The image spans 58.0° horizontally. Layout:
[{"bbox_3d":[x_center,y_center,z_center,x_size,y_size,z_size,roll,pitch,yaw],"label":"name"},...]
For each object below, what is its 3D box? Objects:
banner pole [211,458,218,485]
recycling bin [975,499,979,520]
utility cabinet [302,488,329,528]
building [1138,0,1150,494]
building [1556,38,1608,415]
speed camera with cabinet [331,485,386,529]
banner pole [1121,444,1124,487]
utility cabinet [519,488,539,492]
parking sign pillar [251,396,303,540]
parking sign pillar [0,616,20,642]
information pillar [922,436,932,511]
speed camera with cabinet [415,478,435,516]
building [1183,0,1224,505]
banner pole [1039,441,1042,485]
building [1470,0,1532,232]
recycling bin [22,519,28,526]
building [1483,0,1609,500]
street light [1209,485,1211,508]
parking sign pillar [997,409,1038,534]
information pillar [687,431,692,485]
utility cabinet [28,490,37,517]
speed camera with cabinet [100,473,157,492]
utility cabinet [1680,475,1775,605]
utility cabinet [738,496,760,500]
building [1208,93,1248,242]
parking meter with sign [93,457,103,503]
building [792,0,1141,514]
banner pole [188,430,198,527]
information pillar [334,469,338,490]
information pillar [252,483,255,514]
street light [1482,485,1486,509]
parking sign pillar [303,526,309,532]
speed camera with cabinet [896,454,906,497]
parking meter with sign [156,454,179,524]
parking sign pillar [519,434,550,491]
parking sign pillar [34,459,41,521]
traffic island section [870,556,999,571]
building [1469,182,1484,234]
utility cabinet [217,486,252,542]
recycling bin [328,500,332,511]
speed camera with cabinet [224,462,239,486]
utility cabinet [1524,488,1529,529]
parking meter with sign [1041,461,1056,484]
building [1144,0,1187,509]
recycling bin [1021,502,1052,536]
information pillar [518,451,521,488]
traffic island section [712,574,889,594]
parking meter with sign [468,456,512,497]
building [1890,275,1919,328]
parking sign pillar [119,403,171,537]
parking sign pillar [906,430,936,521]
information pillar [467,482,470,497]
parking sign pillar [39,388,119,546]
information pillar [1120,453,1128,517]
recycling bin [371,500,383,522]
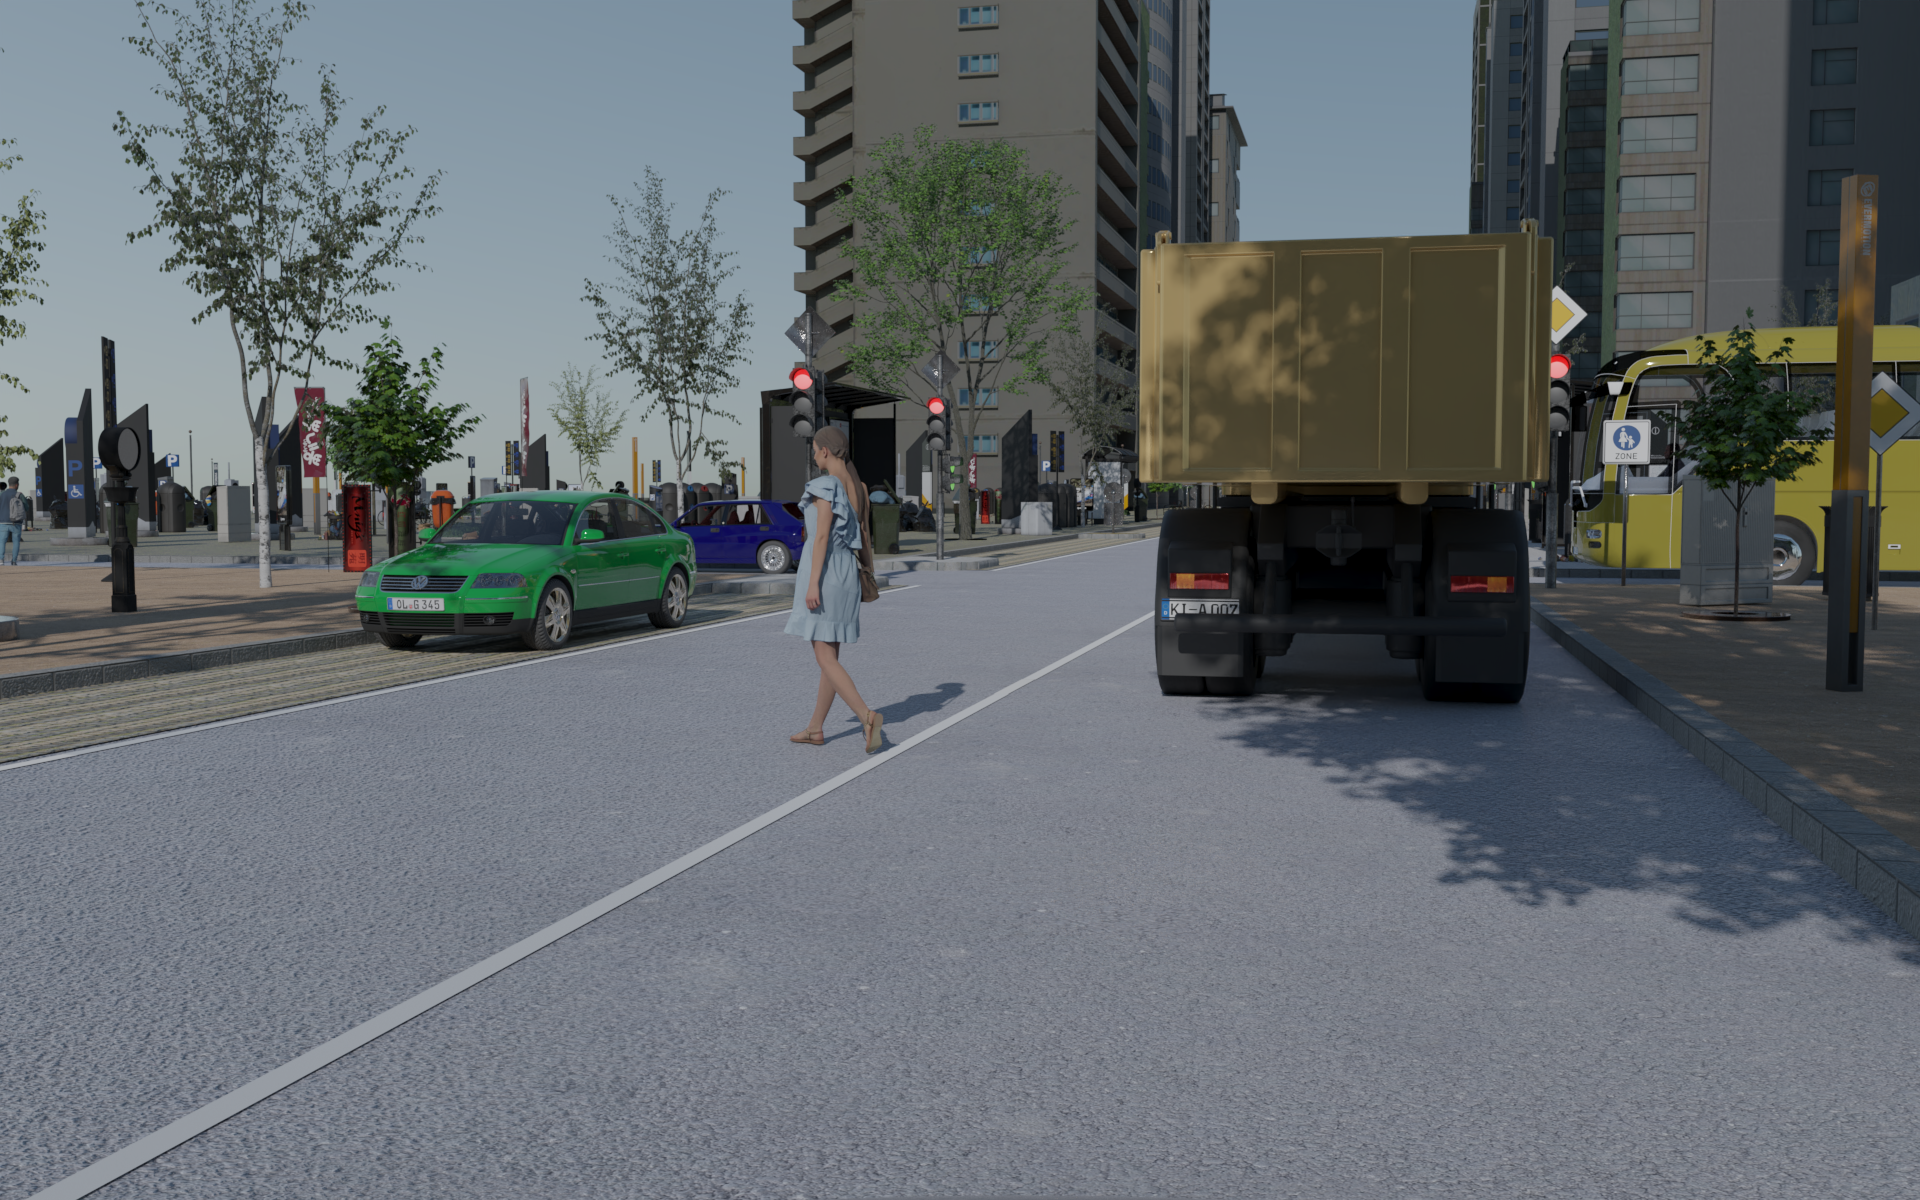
[{"bbox_3d":[-52.076,-8.013,121.026,0.863,3.779,0.401,2,4,30],"label":"banner pole"},{"bbox_3d":[0.475,-4.529,86.607,0.722,1.027,0.722,-2,4,-27],"label":"recycling bin"},{"bbox_3d":[-24.394,-3.455,65.167,0.318,1.500,1.173,3,5,40],"label":"utility cabinet"},{"bbox_3d":[7.256,-27.878,139.407,14.154,41.232,14.086,1,4,14],"label":"building"},{"bbox_3d":[45.913,-20.844,112.498,14.160,30.474,14.107,1,4,14],"label":"building"},{"bbox_3d":[-21.849,-4.211,63.179,2.038,3.252,0.660,-1,4,-21],"label":"speed camera with cabinet"},{"bbox_3d":[8.185,-5.971,87.648,0.401,3.779,0.863,0,4,-2],"label":"banner pole"},{"bbox_3d":[-16.707,-3.520,66.239,1.173,1.500,0.318,0,4,-3],"label":"utility cabinet"},{"bbox_3d":[-19.431,-3.671,48.494,1.447,3.967,1.447,-2,4,-33],"label":"parking sign pillar"},{"bbox_3d":[-9.010,-1.620,14.963,1.447,3.967,1.447,-2,4,-25],"label":"parking sign pillar"},{"bbox_3d":[-1.245,-4.559,65.894,0.183,3.616,0.504,-3,5,-41],"label":"information pillar"},{"bbox_3d":[-29.591,-6.215,95.949,0.660,3.252,2.038,1,4,17],"label":"speed camera with cabinet"},{"bbox_3d":[21.690,-47.216,210.230,20.563,71.187,20.611,1,4,14],"label":"building"},{"bbox_3d":[3.620,-5.658,82.525,0.863,3.779,0.401,2,4,33],"label":"banner pole"},{"bbox_3d":[80.423,-49.258,243.612,20.563,71.187,20.611,1,4,14],"label":"building"},{"bbox_3d":[-37.588,-3.448,68.926,0.722,1.027,0.722,-1,4,-12],"label":"recycling bin"},{"bbox_3d":[72.719,-40.544,204.888,21.231,58.520,28.212,1,4,14],"label":"building"},{"bbox_3d":[15.703,-8.320,108.827,0.468,5.910,1.993,1,4,14],"label":"street light"},{"bbox_3d":[1.924,-4.118,55.797,1.447,3.967,1.447,-3,5,-41],"label":"parking sign pillar"},{"bbox_3d":[-9.982,-4.433,63.836,0.183,3.616,0.504,-1,4,-19],"label":"information pillar"},{"bbox_3d":[-50.314,-5.270,94.850,1.173,1.500,0.318,-3,5,-45],"label":"utility cabinet"},{"bbox_3d":[-36.383,-4.975,75.676,2.038,3.252,0.660,-1,4,-14],"label":"speed camera with cabinet"},{"bbox_3d":[8.867,-0.691,19.979,1.173,1.500,0.318,-2,4,-26],"label":"utility cabinet"},{"bbox_3d":[-5.932,-2.337,49.368,0.306,1.237,1.020,-3,5,-44],"label":"utility cabinet"},{"bbox_3d":[23.487,-39.500,235.055,28.713,52.752,27.495,1,4,14],"label":"building"},{"bbox_3d":[-40.713,-5.199,81.272,0.543,3.016,1.738,-1,4,-14],"label":"parking meter with sign"},{"bbox_3d":[0.581,-30.430,121.226,21.300,48.544,21.600,1,4,14],"label":"building"},{"bbox_3d":[-30.129,-4.766,67.945,0.401,3.779,0.863,-1,4,-20],"label":"banner pole"},{"bbox_3d":[-37.241,-6.850,103.347,0.183,3.616,0.504,0,4,-5],"label":"information pillar"},{"bbox_3d":[-46.338,-6.687,113.829,0.304,2.012,0.304,0,4,-6],"label":"information pillar"},{"bbox_3d":[14.099,-4.505,46.449,0.468,5.910,1.993,1,4,14],"label":"street light"},{"bbox_3d":[-22.856,-4.288,58.585,1.447,3.967,1.447,1,4,14],"label":"parking sign pillar"},{"bbox_3d":[-2.630,-5.562,85.275,0.660,3.252,2.038,3,5,43],"label":"speed camera with cabinet"},{"bbox_3d":[-34.575,-4.838,75.370,0.543,3.016,1.738,0,4,-2],"label":"parking meter with sign"},{"bbox_3d":[-19.088,-5.460,77.735,1.447,3.967,1.447,1,4,16],"label":"parking sign pillar"},{"bbox_3d":[-43.295,-5.745,82.402,1.447,3.967,1.447,1,4,21],"label":"parking sign pillar"},{"bbox_3d":[-0.408,-0.707,33.836,2.009,0.180,2.903,1,4,14],"label":"traffic island section"},{"bbox_3d":[73.711,-33.256,227.337,14.154,41.232,14.086,1,4,14],"label":"building"},{"bbox_3d":[-19.390,-2.298,46.251,0.318,1.500,1.173,0,4,6],"label":"utility cabinet"},{"bbox_3d":[-26.229,-3.668,72.521,0.722,1.027,0.722,0,4,7],"label":"recycling bin"},{"bbox_3d":[-45.530,-6.895,107.073,0.660,3.252,2.038,1,4,20],"label":"speed camera with cabinet"},{"bbox_3d":[20.373,-3.369,63.758,0.318,1.500,1.173,-2,4,-31],"label":"utility cabinet"},{"bbox_3d":[4.866,-5.810,91.262,0.543,3.016,1.738,2,4,24],"label":"parking meter with sign"},{"bbox_3d":[8.890,-37.853,160.893,21.231,58.520,28.212,1,4,14],"label":"building"},{"bbox_3d":[2.383,-2.524,53.824,0.722,1.027,0.722,-3,5,-43],"label":"recycling bin"},{"bbox_3d":[-23.482,-6.216,92.983,0.504,3.616,0.183,0,4,8],"label":"information pillar"},{"bbox_3d":[-2.281,-0.232,26.073,2.009,0.180,2.903,1,4,14],"label":"traffic island section"},{"bbox_3d":[-21.613,-5.088,79.449,1.738,3.016,0.543,1,4,10],"label":"parking meter with sign"},{"bbox_3d":[40.065,-44.378,38.248,31.000,86.520,22.319,1,4,14],"label":"building"},{"bbox_3d":[-24.801,-3.872,51.785,1.447,3.967,1.447,0,4,4],"label":"parking sign pillar"},{"bbox_3d":[-1.731,-5.209,73.636,1.447,3.967,1.447,-3,5,-41],"label":"parking sign pillar"},{"bbox_3d":[-29.484,-6.114,104.460,0.304,2.012,0.304,2,4,34],"label":"information pillar"},{"bbox_3d":[-22.138,-3.370,43.572,1.447,3.967,1.447,-1,4,-17],"label":"parking sign pillar"},{"bbox_3d":[9.342,-6.576,98.880,0.504,3.616,0.183,1,4,18],"label":"information pillar"},{"bbox_3d":[-27.274,-4.146,80.337,0.722,1.027,0.722,3,5,43],"label":"recycling bin"}]
